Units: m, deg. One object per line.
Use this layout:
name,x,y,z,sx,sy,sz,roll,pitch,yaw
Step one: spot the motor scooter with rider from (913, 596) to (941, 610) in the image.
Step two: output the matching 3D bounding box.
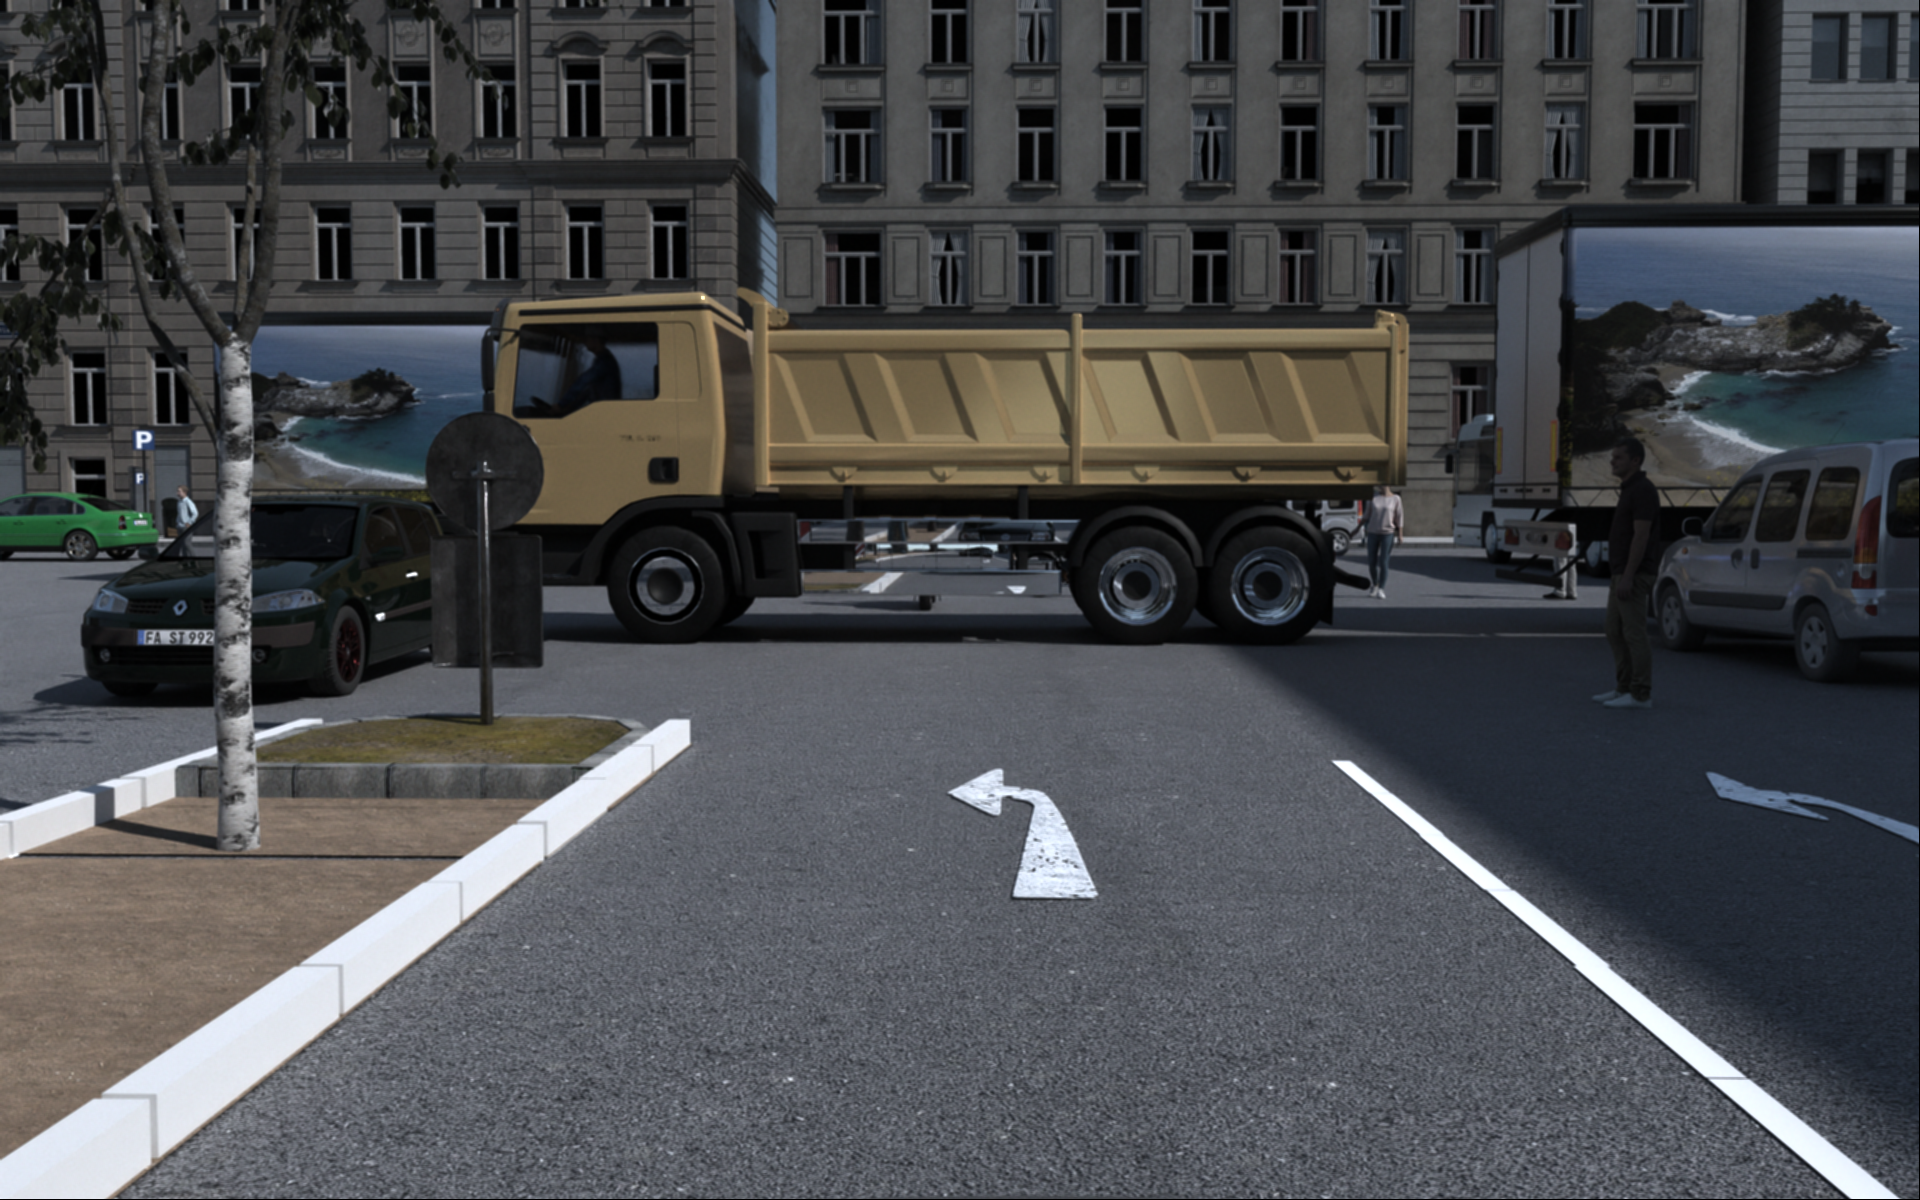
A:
motor scooter with rider,-0.380,-0.796,21.981,0.876,1.779,1.986,0,4,1

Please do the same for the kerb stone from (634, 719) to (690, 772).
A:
kerb stone,-1.611,0.785,9.362,0.120,0.150,1.000,0,4,2

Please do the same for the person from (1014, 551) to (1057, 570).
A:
person,1.131,-1.430,32.101,1.509,1.804,0.699,-1,4,-21

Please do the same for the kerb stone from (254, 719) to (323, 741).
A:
kerb stone,-3.711,0.783,9.386,0.120,0.150,1.000,0,4,2

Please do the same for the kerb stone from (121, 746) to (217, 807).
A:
kerb stone,-3.736,0.846,8.358,0.120,0.150,1.000,0,4,2

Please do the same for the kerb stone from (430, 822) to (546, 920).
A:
kerb stone,-1.702,0.982,6.272,0.120,0.150,1.000,0,4,2

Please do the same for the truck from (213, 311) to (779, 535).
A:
truck,-5.860,-2.376,27.758,11.283,4.237,2.839,0,4,1

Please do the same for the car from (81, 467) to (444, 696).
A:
car,-5.153,-0.229,13.531,2.009,1.686,4.222,0,4,1

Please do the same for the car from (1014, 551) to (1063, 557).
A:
car,1.707,-1.598,35.906,4.222,1.686,2.009,0,4,2

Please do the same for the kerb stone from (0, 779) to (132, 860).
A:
kerb stone,-3.774,0.914,7.323,0.120,0.150,1.000,0,4,2

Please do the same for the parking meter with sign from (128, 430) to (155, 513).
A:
parking meter with sign,-22.677,-3.158,47.896,0.543,3.016,1.738,-2,4,-33

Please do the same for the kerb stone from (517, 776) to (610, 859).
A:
kerb stone,-1.664,0.911,7.299,0.120,0.150,1.000,0,4,2

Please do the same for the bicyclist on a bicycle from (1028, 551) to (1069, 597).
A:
bicyclist on a bicycle,1.598,-0.855,24.000,1.625,1.676,1.499,0,4,2

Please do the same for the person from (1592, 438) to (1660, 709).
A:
person,4.479,-0.185,11.655,0.434,1.807,0.598,2,4,27

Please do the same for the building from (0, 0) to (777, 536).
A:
building,-18.679,-15.896,57.168,25.104,27.353,12.463,0,4,2

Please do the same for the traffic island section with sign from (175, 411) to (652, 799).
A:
traffic island section with sign,-2.661,-0.055,9.032,2.006,1.907,1.989,0,4,2

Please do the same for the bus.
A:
bus,12.108,-2.318,32.764,2.948,3.499,13.247,0,4,1

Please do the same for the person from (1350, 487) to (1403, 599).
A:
person,5.762,-0.903,23.934,0.731,1.740,0.598,1,4,19

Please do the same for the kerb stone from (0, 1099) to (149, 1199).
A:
kerb stone,-1.793,1.163,3.179,0.120,0.150,1.000,0,4,2

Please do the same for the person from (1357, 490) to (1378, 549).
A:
person,10.642,-2.219,44.760,0.713,1.824,0.794,-3,5,-44

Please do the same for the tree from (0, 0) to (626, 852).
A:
tree,-2.911,-3.310,6.946,4.360,8.622,3.978,0,3,0

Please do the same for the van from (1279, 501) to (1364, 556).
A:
van,7.435,-2.080,41.014,4.112,2.044,2.013,0,4,1

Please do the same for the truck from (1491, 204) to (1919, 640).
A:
truck,11.484,-1.774,17.917,11.283,4.237,2.839,0,4,1

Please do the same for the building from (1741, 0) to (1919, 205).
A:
building,38.807,-16.992,55.304,29.804,29.767,11.434,0,4,2

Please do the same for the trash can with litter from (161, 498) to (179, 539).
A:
trash can with litter,-22.844,-2.384,50.362,0.624,1.170,1.055,-2,4,-31

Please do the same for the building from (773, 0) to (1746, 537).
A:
building,8.948,-13.768,58.390,30.059,22.955,16.112,0,4,2

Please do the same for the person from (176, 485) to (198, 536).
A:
person,-14.875,-1.402,33.234,0.589,1.601,0.330,3,5,43

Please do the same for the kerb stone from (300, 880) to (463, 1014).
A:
kerb stone,-1.731,1.039,5.236,0.120,0.150,1.000,0,4,2

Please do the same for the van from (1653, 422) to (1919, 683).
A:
van,7.313,-0.460,14.533,2.013,2.044,4.112,0,4,0

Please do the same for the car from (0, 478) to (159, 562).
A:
car,-19.894,-1.753,37.454,4.718,1.807,1.959,0,4,3

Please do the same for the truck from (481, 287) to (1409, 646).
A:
truck,-0.653,-1.323,17.556,9.791,3.379,3.469,0,4,1

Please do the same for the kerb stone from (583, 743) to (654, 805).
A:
kerb stone,-1.646,0.848,8.327,0.120,0.150,1.000,0,4,2

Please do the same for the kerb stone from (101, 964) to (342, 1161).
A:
kerb stone,-1.762,1.100,4.206,0.120,0.150,1.000,0,4,2

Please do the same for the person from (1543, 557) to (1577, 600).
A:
person,8.153,-0.905,23.443,0.789,1.805,0.875,2,4,31
